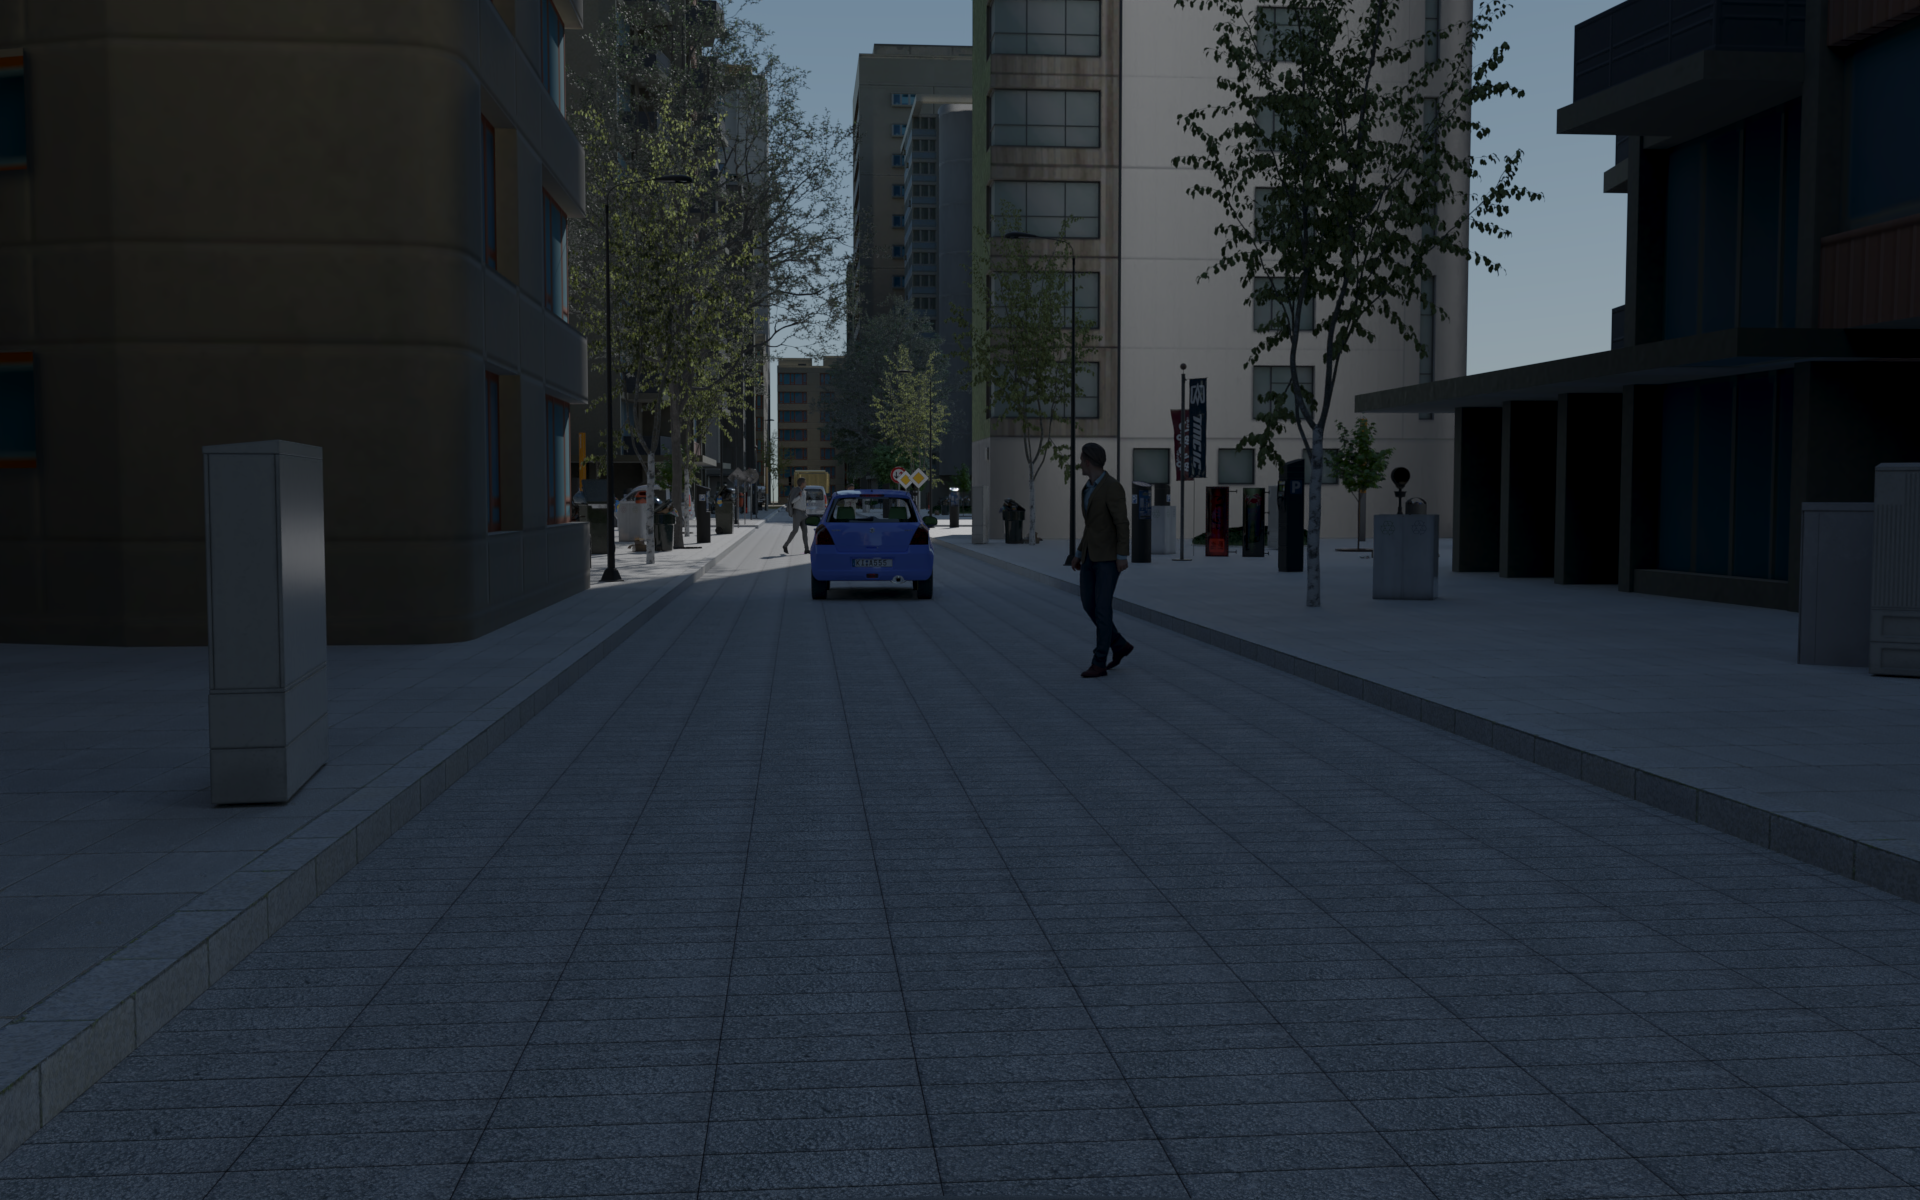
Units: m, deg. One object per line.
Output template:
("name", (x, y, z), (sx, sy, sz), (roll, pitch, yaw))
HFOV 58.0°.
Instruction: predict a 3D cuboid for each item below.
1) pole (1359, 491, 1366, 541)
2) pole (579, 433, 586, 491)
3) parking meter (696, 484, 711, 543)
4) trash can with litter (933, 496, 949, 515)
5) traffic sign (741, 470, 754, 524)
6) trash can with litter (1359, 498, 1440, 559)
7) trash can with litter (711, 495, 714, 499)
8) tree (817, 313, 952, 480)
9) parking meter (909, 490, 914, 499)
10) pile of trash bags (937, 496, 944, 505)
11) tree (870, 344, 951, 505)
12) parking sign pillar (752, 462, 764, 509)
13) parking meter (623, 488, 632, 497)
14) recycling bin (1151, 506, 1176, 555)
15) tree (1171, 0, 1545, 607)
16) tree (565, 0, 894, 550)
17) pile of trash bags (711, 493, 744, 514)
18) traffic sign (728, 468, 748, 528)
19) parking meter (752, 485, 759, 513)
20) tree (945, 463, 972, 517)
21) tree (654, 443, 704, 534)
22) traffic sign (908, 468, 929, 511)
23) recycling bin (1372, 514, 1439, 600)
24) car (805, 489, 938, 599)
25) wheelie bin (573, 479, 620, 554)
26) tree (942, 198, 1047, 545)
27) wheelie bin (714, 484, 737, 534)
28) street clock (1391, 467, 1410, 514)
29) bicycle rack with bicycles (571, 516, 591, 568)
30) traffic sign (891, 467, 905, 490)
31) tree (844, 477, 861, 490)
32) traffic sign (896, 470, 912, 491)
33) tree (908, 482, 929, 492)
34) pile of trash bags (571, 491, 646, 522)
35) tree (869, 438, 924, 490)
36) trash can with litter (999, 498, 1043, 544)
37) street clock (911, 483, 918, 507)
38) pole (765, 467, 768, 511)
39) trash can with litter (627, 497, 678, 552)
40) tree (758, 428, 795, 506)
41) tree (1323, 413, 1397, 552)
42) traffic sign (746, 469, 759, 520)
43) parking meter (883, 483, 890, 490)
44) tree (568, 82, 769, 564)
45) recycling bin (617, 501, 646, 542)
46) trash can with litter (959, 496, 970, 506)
("pole", (10.893, -3.242, 46.847), (0.158, 3.312, 0.155), (0, 3, 0))
("pole", (-12.551, -3.901, 57.626), (0.158, 3.312, 0.155), (0, 3, 0))
("parking meter", (-6.738, -2.268, 45.490), (0.372, 1.533, 0.369), (0, 3, 0))
("trash can with litter", (-1.103, -5.681, 104.269), (1.055, 1.170, 0.624), (-1, 4, -12))
("traffic sign", (-9.076, -4.246, 73.072), (0.795, 2.450, 0.064), (0, 4, -5))
("trash can with litter", (8.868, -1.471, 35.114), (2.233, 1.210, 1.678), (-2, 4, -28))
("trash can with litter", (-20.701, -8.027, 142.633), (1.055, 1.170, 0.624), (1, 4, 19))
("tree", (-5.123, -13.037, 119.811), (9.857, 13.997, 8.962), (0, 3, 0))
("parking meter", (-3.115, -6.412, 113.242), (0.372, 1.533, 0.369), (0, 3, 0))
("pile of trash bags", (-0.853, -8.446, 147.846), (1.912, 1.369, 3.447), (1, 4, 16))
("tree", (-2.246, -8.183, 84.147), (4.360, 8.622, 3.978), (0, 3, 0))
("parking sign pillar", (-17.082, -9.552, 144.648), (1.447, 3.967, 1.447), (0, 4, 4))
("parking meter", (-14.184, -4.008, 73.942), (0.372, 1.533, 0.369), (0, 3, 0))
("recycling bin", (4.176, -1.500, 37.079), (0.722, 1.027, 0.722), (2, 4, 27))
("tree", (4.223, -4.241, 19.697), (4.737, 8.622, 4.395), (0, 3, 0))
("tree", (-6.579, -7.934, 40.091), (12.009, 13.543, 11.850), (0, 3, 0))
("pile of trash bags", (-15.408, -6.179, 110.786), (3.447, 1.369, 1.912), (1, 4, 16))
("traffic sign", (-8.341, -3.760, 65.120), (0.795, 2.450, 0.064), (0, 4, -5))
("parking meter", (-13.566, -6.668, 114.728), (0.399, 1.863, 0.255), (0, 4, 8))
("tree", (0.243, -6.339, 98.242), (1.663, 3.219, 1.824), (0, 3, 0))
("tree", (-9.200, -3.766, 56.182), (1.663, 3.219, 1.824), (0, 3, 0))
("traffic sign", (-1.574, -3.797, 65.723), (0.795, 2.450, 0.064), (0, 4, -5))
("recycling bin", (5.487, -0.535, 21.304), (0.722, 1.027, 0.722), (1, 4, 20))
("car", (-1.271, -0.935, 24.884), (1.945, 1.707, 3.694), (0, 4, -3))
("wheelie bin", (-7.805, -1.783, 37.065), (0.980, 1.594, 0.693), (-2, 4, -30))
("tree", (1.728, -5.662, 42.944), (4.737, 8.622, 4.395), (0, 3, 0))
("wheelie bin", (-7.543, -2.920, 55.652), (0.693, 1.594, 0.980), (0, 4, -2))
("street clock", (11.795, -2.560, 46.420), (0.471, 2.002, 0.358), (0, 4, -3))
("bicycle rack with bicycles", (-7.319, -0.940, 28.759), (2.852, 0.926, 2.925), (0, 4, -3))
("traffic sign", (-2.854, -4.937, 80.818), (0.768, 2.556, 0.104), (0, 4, 0))
("tree", (-10.625, -10.734, 170.094), (1.663, 3.219, 1.824), (0, 3, 0))
("traffic sign", (-2.309, -4.283, 73.674), (0.795, 2.450, 0.064), (0, 4, -5))
("tree", (-3.680, -9.292, 146.531), (1.663, 3.219, 1.824), (0, 3, 0))
("pile of trash bags", (-11.305, -2.715, 54.136), (3.447, 1.369, 1.912), (-1, 4, -11))
("tree", (-3.478, -6.885, 96.278), (4.285, 4.588, 4.351), (0, 3, 0))
("trash can with litter", (1.576, -2.042, 44.766), (1.055, 1.170, 0.624), (-2, 4, -27))
("street clock", (-2.091, -4.646, 80.531), (0.358, 2.002, 0.471), (-2, 4, -23))
("pole", (-14.705, -8.432, 131.703), (0.158, 3.312, 0.155), (0, 3, 0))
("trash can with litter", (-6.861, -1.669, 38.679), (1.055, 1.170, 0.624), (-2, 4, -25))
("tree", (-20.667, -14.829, 192.819), (4.737, 8.622, 4.395), (0, 3, 0))
("tree", (8.986, -2.693, 38.632), (1.663, 3.219, 1.824), (0, 3, 0))
("traffic sign", (-10.415, -5.274, 86.333), (0.768, 2.556, 0.104), (0, 4, 2))
("parking meter", (-3.917, -5.240, 91.379), (0.399, 1.863, 0.255), (0, 4, -6))
("tree", (-5.652, -4.986, 31.883), (4.360, 8.622, 3.978), (0, 3, 0))
("recycling bin", (-8.787, -2.103, 46.940), (0.722, 1.027, 0.722), (1, 4, 15))
("trash can with litter", (0.192, -7.392, 132.239), (1.055, 1.170, 0.624), (-1, 4, -14))
